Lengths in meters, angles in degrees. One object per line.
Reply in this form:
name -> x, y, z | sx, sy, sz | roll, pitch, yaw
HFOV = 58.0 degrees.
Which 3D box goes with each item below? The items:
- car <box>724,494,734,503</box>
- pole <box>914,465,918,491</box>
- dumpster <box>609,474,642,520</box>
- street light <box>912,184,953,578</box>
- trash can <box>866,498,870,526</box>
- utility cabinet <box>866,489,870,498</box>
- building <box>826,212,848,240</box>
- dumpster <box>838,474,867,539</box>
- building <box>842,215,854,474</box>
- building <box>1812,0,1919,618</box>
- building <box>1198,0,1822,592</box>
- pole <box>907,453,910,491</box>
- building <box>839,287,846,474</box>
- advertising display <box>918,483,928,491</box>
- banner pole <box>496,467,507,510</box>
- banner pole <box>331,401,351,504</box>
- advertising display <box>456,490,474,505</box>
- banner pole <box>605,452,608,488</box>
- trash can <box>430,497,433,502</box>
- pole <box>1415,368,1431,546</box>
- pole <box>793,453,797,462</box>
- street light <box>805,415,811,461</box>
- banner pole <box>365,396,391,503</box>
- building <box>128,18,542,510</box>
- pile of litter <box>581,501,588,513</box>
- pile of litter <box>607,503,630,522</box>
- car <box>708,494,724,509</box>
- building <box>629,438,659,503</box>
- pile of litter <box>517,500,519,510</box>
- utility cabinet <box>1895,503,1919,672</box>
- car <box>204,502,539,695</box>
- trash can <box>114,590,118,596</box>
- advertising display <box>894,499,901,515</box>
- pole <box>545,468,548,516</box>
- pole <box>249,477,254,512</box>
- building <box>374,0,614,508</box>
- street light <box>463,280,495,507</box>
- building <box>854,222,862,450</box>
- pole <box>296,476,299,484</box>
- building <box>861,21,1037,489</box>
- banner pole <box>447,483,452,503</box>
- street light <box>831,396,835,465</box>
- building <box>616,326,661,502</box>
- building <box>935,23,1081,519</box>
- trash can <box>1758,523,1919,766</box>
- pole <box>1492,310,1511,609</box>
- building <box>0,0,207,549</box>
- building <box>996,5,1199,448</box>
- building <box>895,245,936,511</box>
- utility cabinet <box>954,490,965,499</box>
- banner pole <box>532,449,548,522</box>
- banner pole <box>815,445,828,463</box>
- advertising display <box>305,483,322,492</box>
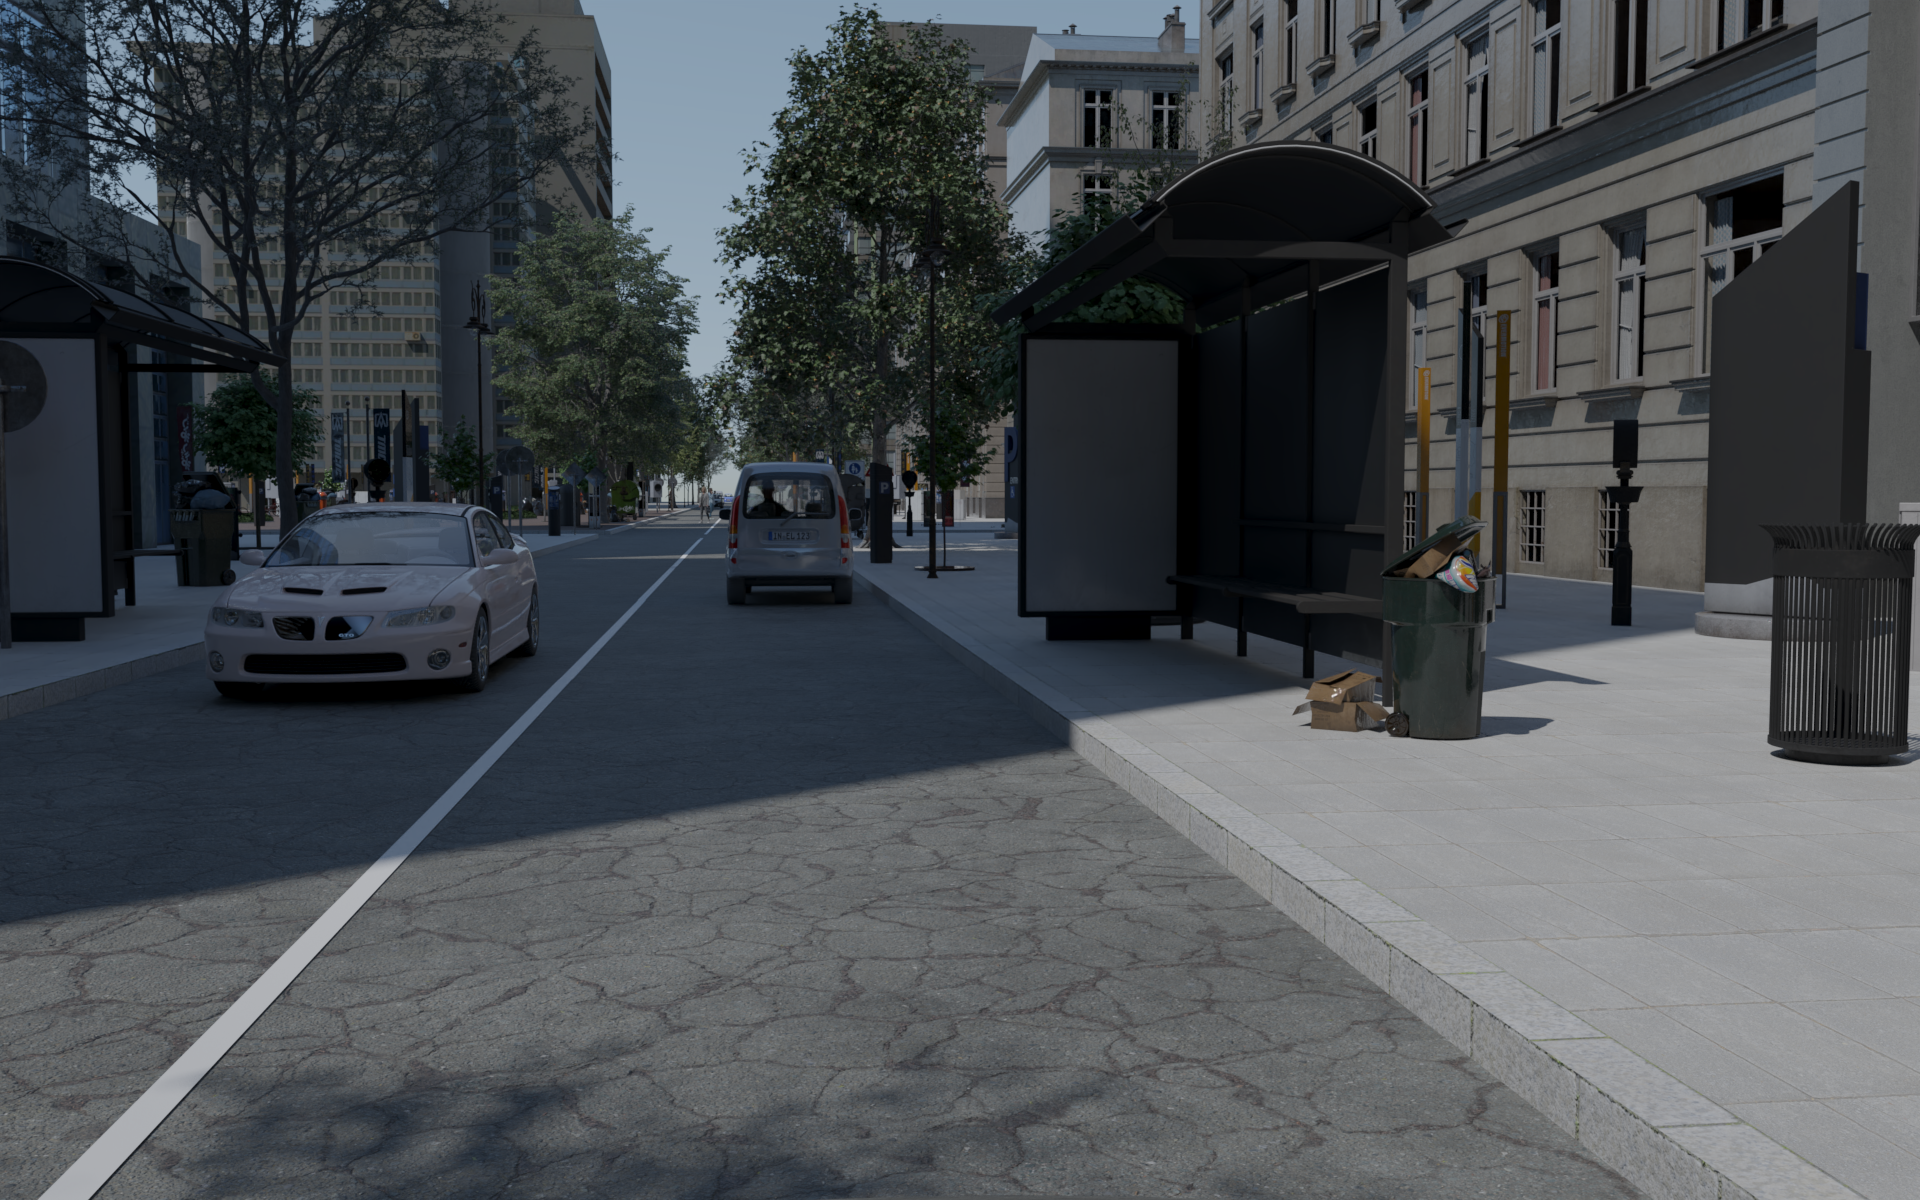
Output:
car -> -36.339, -16.029, 271.668 | 1.945, 1.707, 3.694 | 0, 4, -7
pole -> -2.305, -5.929, 90.785 | 0.158, 3.312, 0.155 | 0, 3, 0
dumpster -> -16.421, -5.042, 84.937 | 1.502, 2.255, 1.985 | 0, 4, -7
street light -> -0.419, -3.269, 26.230 | 0.468, 5.910, 1.993 | 0, 4, -7
trash can -> -3.308, -3.323, 65.990 | 0.748, 1.137, 0.748 | 0, 3, 0
utility cabinet -> -3.900, -3.781, 70.491 | 0.318, 1.500, 1.173 | 3, 4, 39
building -> -10.645, -43.870, 259.272 | 21.231, 58.520, 28.212 | 0, 4, -7
dumpster -> -3.323, -2.688, 49.712 | 1.264, 1.857, 1.865 | 0, 4, -7
building -> -1.601, -35.005, 191.947 | 23.786, 49.044, 30.456 | 0, 4, -7
building -> 16.248, -13.848, 3.913 | 11.434, 29.767, 29.804 | 0, 4, -7
building -> 15.445, -12.284, 34.127 | 16.112, 22.955, 30.059 | 0, 4, -7
pole -> -2.540, -5.599, 85.385 | 0.158, 3.312, 0.155 | 0, 3, 0
building -> -11.975, -28.515, 237.919 | 14.160, 30.474, 14.107 | 0, 4, -7
advertising display -> -2.315, -6.031, 103.819 | 0.974, 1.923, 0.123 | 3, 4, 36
banner pole -> -29.868, -7.523, 113.021 | 0.863, 3.779, 0.401 | -2, 4, -31
banner pole -> -16.652, -3.469, 46.728 | 0.863, 3.779, 0.401 | 2, 4, 26
advertising display -> -17.420, -3.409, 60.949 | 0.974, 1.923, 0.123 | 3, 5, 41
banner pole -> -17.990, -5.960, 87.467 | 0.401, 3.779, 0.863 | 1, 4, 21
trash can -> -28.172, -4.880, 91.441 | 0.748, 1.137, 0.748 | 0, 3, 0
pole -> 7.499, -2.092, 28.054 | 0.158, 3.312, 0.155 | 0, 3, 0
pole -> -8.019, -5.537, 84.381 | 0.158, 3.312, 0.155 | 0, 3, 0
street light -> -7.110, -6.571, 80.217 | 0.468, 5.910, 1.993 | 0, 4, -7
banner pole -> -14.970, -3.329, 44.454 | 0.863, 3.779, 0.401 | 1, 4, 11
building -> -48.856, -27.753, 145.637 | 32.217, 40.220, 23.993 | 0, 4, -7
pile of litter -> -25.740, -6.330, 117.462 | 1.176, 0.858, 1.719 | -1, 4, -22
pile of litter -> -15.772, -4.017, 79.650 | 1.176, 0.858, 1.719 | -1, 4, -18
car -> -24.551, -9.989, 173.104 | 2.009, 1.686, 4.222 | 0, 4, -5
building -> -60.487, -25.563, 262.999 | 27.650, 21.520, 28.899 | 0, 4, -7
pile of litter -> -31.017, -6.678, 123.150 | 1.176, 0.858, 1.719 | -2, 4, -28
utility cabinet -> 7.296, -0.076, 12.397 | 1.020, 1.237, 0.306 | 2, 4, 34
car -> -4.533, -0.095, 13.919 | 2.083, 1.381, 4.827 | 0, 4, -6
trash can -> -10.490, -0.562, 20.847 | 0.748, 1.137, 0.748 | 0, 3, 0
advertising display -> -4.101, -6.268, 107.700 | 0.974, 1.923, 0.123 | -3, 4, -38
pole -> -23.836, -6.481, 99.809 | 0.158, 3.312, 0.155 | 0, 3, 0
pole -> -43.330, -6.851, 105.856 | 0.158, 3.312, 0.155 | 0, 3, 0
building -> -45.361, -33.336, 168.745 | 21.300, 48.544, 21.600 | 0, 4, -7
street light -> -10.395, -3.960, 37.541 | 0.468, 5.910, 1.993 | 0, 4, -7
building -> -3.383, -29.684, 168.921 | 14.154, 41.232, 14.086 | 0, 4, -7
pole -> -47.754, -8.017, 124.920 | 0.158, 3.312, 0.155 | 0, 3, 0
building -> -1.039, -28.816, 154.728 | 14.154, 41.232, 14.086 | 0, 4, -7
banner pole -> -37.321, -8.381, 127.043 | 0.863, 3.779, 0.401 | -2, 4, -30
street light -> -4.020, -5.016, 54.795 | 0.468, 5.910, 1.993 | 0, 4, -7
building -> -56.823, -31.430, 285.575 | 14.160, 30.474, 14.107 | 0, 4, -7
building -> 5.425, -18.655, 102.268 | 12.463, 27.353, 25.104 | 0, 4, -7
trash can -> 4.251, 0.201, 8.366 | 0.748, 1.137, 0.748 | 0, 3, 0
pole -> 6.040, -1.559, 19.331 | 0.158, 3.312, 0.155 | 0, 3, 0
building -> -33.608, -43.848, 29.580 | 31.000, 86.520, 22.319 | 0, 4, -7
building -> 19.901, -16.021, 81.026 | 34.723, 24.649, 14.460 | 0, 4, -7
building -> 2.108, -17.453, 127.156 | 13.314, 21.916, 24.055 | 0, 4, -7
utility cabinet -> -0.156, -4.971, 89.955 | 0.318, 1.500, 1.173 | -2, 4, -33
banner pole -> -19.440, -5.511, 80.121 | 0.863, 3.779, 0.401 | -3, 5, -44
banner pole -> -6.699, -5.795, 84.758 | 0.863, 3.779, 0.401 | -2, 4, -26
advertising display -> -36.610, -5.683, 98.124 | 0.974, 1.923, 0.123 | 0, 4, 1
